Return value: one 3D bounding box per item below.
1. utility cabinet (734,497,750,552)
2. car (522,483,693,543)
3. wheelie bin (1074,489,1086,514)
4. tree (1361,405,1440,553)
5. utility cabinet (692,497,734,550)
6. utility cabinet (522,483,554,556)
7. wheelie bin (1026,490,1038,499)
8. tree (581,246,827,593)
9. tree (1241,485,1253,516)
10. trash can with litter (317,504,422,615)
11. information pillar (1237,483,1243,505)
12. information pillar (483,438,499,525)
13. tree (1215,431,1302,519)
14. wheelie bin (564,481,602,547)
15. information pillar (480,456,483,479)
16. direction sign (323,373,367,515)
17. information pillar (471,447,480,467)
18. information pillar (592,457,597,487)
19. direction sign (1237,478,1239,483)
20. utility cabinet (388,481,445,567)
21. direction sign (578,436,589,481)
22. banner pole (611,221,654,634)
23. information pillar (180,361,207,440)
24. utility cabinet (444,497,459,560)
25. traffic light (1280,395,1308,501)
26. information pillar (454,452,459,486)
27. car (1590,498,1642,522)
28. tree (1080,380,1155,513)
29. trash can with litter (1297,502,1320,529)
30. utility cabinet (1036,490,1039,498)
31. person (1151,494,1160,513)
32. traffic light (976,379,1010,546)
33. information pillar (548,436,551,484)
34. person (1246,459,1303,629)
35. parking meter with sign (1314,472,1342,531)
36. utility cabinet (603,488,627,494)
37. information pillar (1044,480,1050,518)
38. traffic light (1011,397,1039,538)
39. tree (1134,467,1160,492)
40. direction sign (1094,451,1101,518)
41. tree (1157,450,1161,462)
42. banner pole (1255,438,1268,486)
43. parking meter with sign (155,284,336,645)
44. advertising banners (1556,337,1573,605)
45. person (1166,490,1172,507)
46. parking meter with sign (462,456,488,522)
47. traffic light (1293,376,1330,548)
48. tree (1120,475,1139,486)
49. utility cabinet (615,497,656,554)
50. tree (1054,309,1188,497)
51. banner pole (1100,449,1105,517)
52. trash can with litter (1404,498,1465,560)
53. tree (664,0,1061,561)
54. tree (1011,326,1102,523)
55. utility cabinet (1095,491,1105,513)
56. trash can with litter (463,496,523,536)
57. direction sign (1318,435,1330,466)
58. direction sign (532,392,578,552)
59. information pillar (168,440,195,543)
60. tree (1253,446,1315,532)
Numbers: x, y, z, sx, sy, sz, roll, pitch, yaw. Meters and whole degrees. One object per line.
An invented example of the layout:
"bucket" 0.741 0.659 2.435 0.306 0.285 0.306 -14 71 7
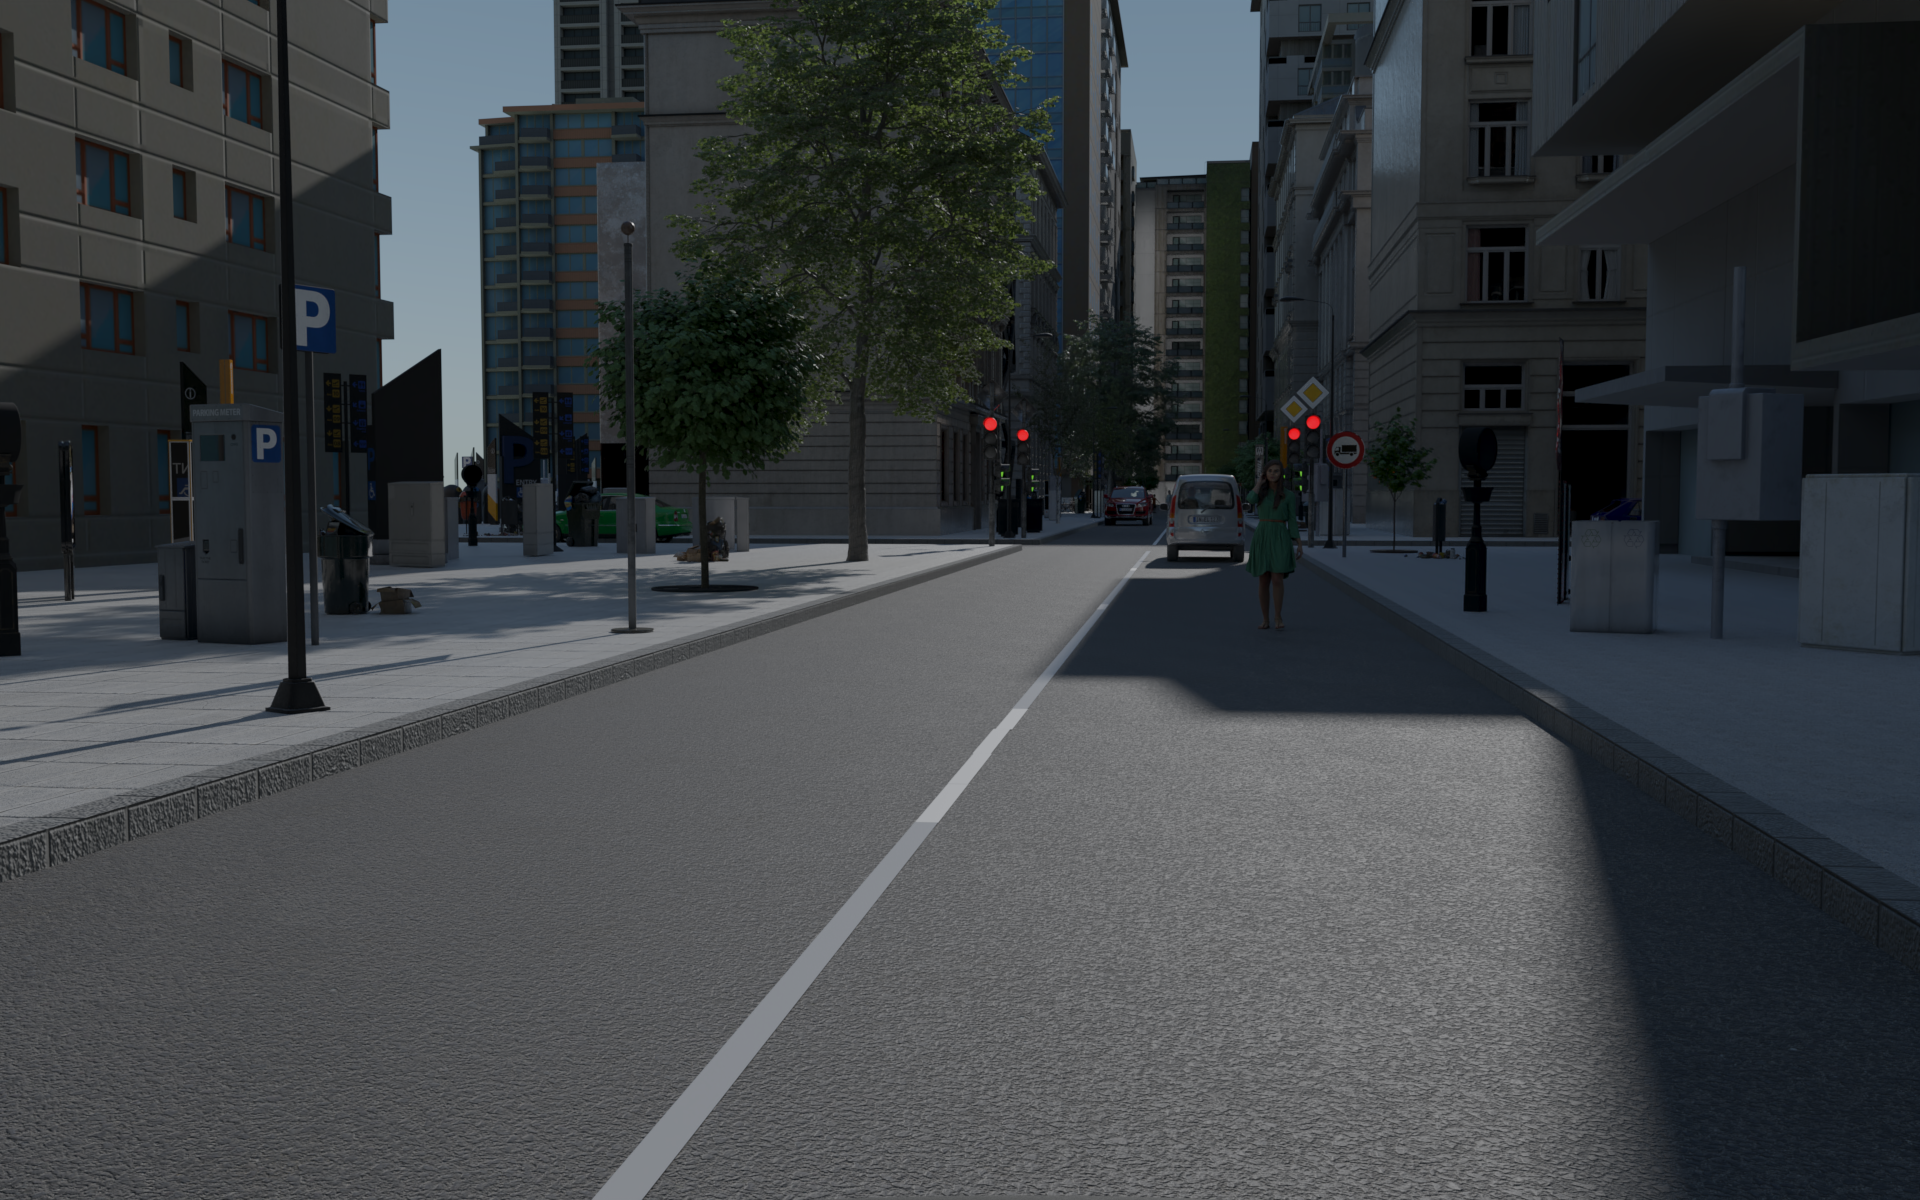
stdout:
"utility cabinet" -4.888 -1.704 39.029 0.306 1.237 1.020 0 4 -7
"car" -9.886 -2.427 48.480 4.718 1.807 1.959 0 4 7
"wheelie bin" 7.891 -6.472 113.733 0.693 1.594 0.980 -1 4 -18
"tree" 9.638 -2.643 37.821 1.663 3.219 1.824 0 3 0
"utility cabinet" -5.654 -1.746 39.714 0.306 1.237 1.020 3 5 44
"utility cabinet" -8.778 -1.671 35.994 0.318 1.500 1.173 0 4 3
"wheelie bin" 3.047 -4.131 75.451 0.693 1.594 0.980 -1 4 -15
"tree" -3.368 -2.414 23.188 4.285 4.588 4.351 0 3 0
"tree" 17.181 -6.548 101.666 1.663 3.219 1.824 0 3 0
"trash can with litter" -6.345 -0.441 18.603 1.055 1.170 0.624 0 4 -5
"information pillar" 18.865 -6.862 116.691 0.304 2.012 0.304 3 5 41
"information pillar" -19.437 -4.934 72.027 0.504 3.616 0.183 2 4 32
"tree" 16.248 -6.742 93.940 4.285 4.588 4.351 0 3 0
"wheelie bin" -9.163 -2.102 42.275 0.693 1.594 0.980 2 4 35
"information pillar" -26.727 -6.428 96.458 0.504 3.616 0.183 1 4 18
"direction sign" -11.564 -2.488 32.677 0.379 3.537 0.876 3 5 39
"information pillar" -24.343 -5.826 86.615 0.183 3.616 0.504 -2 4 -30
"information pillar" -23.304 -7.281 110.406 0.183 3.616 0.504 -3 5 -40
"direction sign" 19.064 -7.753 118.757 0.379 3.537 0.876 1 4 12
"utility cabinet" -9.542 -1.327 30.368 1.173 1.500 0.318 2 4 35
"direction sign" -14.965 -4.640 67.854 0.876 3.537 0.379 -1 4 -19
"banner pole" -3.087 -1.603 16.227 0.401 3.779 0.863 -1 4 -10
"information pillar" -13.610 -2.413 30.808 0.183 3.616 0.504 2 4 31
"utility cabinet" -10.118 -1.401 34.064 0.306 1.237 1.020 0 4 -4
"traffic light" 9.468 -3.693 49.302 0.839 4.253 0.868 0 4 8
"information pillar" -28.401 -6.507 97.749 0.183 3.616 0.504 -2 4 -33
"car" 18.117 -1.926 44.070 3.894 1.354 1.945 1 4 9
"tree" 9.442 -9.839 111.237 4.737 8.622 4.395 0 3 0
"trash can with litter" 12.931 -3.241 64.373 1.055 1.170 0.624 -3 4 -36
"utility cabinet" 3.579 -4.941 89.466 0.318 1.500 1.173 3 5 40
"person" 14.614 -7.235 130.045 0.557 1.426 1.065 -2 4 -34
"traffic light" 0.798 -3.271 42.402 0.839 4.253 0.868 0 4 8
"information pillar" -16.435 -4.768 69.307 0.183 3.616 0.504 -1 4 -14
"person" 3.311 -0.584 18.297 0.600 1.795 0.529 0 4 5
"parking meter with sign" 13.113 -3.975 61.247 1.738 3.016 0.543 -3 4 -37
"utility cabinet" -12.229 -3.264 62.047 1.173 1.500 0.318 2 4 27
"information pillar" 4.645 -5.319 91.459 0.304 2.012 0.304 2 4 30
"traffic light" 1.874 -3.755 50.315 0.839 4.253 0.868 0 4 8
"tree" 20.724 -12.748 192.141 4.285 4.588 4.351 0 3 0
"direction sign" 7.249 -6.077 91.353 0.379 3.537 0.876 -1 4 -20
"tree" 19.117 -14.088 180.707 4.737 8.622 4.395 0 3 0
"banner pole" 13.389 -5.302 76.711 0.863 3.779 0.401 -2 4 -25
"parking meter with sign" -6.224 -1.144 14.959 1.738 3.016 0.543 2 4 25
"advertising banners" 7.086 -1.477 20.331 0.090 3.025 2.074 2 4 23
"person" 14.049 -6.533 116.311 0.522 1.701 0.512 -3 5 -45
"parking meter with sign" -22.517 -5.175 80.871 0.543 3.016 1.738 1 4 17
"traffic light" 8.392 -3.209 41.389 0.839 4.253 0.868 0 4 8
"tree" 17.151 -10.842 171.874 1.663 3.219 1.824 0 3 0
"utility cabinet" -7.030 -1.612 37.519 1.020 1.237 0.306 3 5 41
"tree" 10.620 -13.034 119.763 9.857 13.997 8.962 0 3 0
"banner pole" 7.916 -6.504 96.353 0.401 3.779 0.863 1 4 21
"trash can with litter" 9.844 -1.463 34.975 1.678 1.210 2.233 2 4 24
"tree" -1.570 -7.007 32.694 7.486 12.596 7.792 0 3 0
"tree" 4.255 -7.631 75.132 4.360 8.622 3.978 0 3 0
"utility cabinet" 9.442 -6.581 116.283 0.318 1.500 1.173 -1 4 -22
"trash can with litter" -14.277 -2.583 53.282 2.233 1.210 1.678 -2 4 -35
"direction sign" 13.879 -4.530 66.068 0.379 3.537 0.876 3 5 42
"direction sign" -9.035 -2.846 38.527 0.876 3.537 0.379 -1 4 -15
"information pillar" -10.529 -1.167 23.576 0.304 2.012 0.304 0 4 4
"tree" 11.299 -3.967 59.455 1.663 3.219 1.824 0 3 0
